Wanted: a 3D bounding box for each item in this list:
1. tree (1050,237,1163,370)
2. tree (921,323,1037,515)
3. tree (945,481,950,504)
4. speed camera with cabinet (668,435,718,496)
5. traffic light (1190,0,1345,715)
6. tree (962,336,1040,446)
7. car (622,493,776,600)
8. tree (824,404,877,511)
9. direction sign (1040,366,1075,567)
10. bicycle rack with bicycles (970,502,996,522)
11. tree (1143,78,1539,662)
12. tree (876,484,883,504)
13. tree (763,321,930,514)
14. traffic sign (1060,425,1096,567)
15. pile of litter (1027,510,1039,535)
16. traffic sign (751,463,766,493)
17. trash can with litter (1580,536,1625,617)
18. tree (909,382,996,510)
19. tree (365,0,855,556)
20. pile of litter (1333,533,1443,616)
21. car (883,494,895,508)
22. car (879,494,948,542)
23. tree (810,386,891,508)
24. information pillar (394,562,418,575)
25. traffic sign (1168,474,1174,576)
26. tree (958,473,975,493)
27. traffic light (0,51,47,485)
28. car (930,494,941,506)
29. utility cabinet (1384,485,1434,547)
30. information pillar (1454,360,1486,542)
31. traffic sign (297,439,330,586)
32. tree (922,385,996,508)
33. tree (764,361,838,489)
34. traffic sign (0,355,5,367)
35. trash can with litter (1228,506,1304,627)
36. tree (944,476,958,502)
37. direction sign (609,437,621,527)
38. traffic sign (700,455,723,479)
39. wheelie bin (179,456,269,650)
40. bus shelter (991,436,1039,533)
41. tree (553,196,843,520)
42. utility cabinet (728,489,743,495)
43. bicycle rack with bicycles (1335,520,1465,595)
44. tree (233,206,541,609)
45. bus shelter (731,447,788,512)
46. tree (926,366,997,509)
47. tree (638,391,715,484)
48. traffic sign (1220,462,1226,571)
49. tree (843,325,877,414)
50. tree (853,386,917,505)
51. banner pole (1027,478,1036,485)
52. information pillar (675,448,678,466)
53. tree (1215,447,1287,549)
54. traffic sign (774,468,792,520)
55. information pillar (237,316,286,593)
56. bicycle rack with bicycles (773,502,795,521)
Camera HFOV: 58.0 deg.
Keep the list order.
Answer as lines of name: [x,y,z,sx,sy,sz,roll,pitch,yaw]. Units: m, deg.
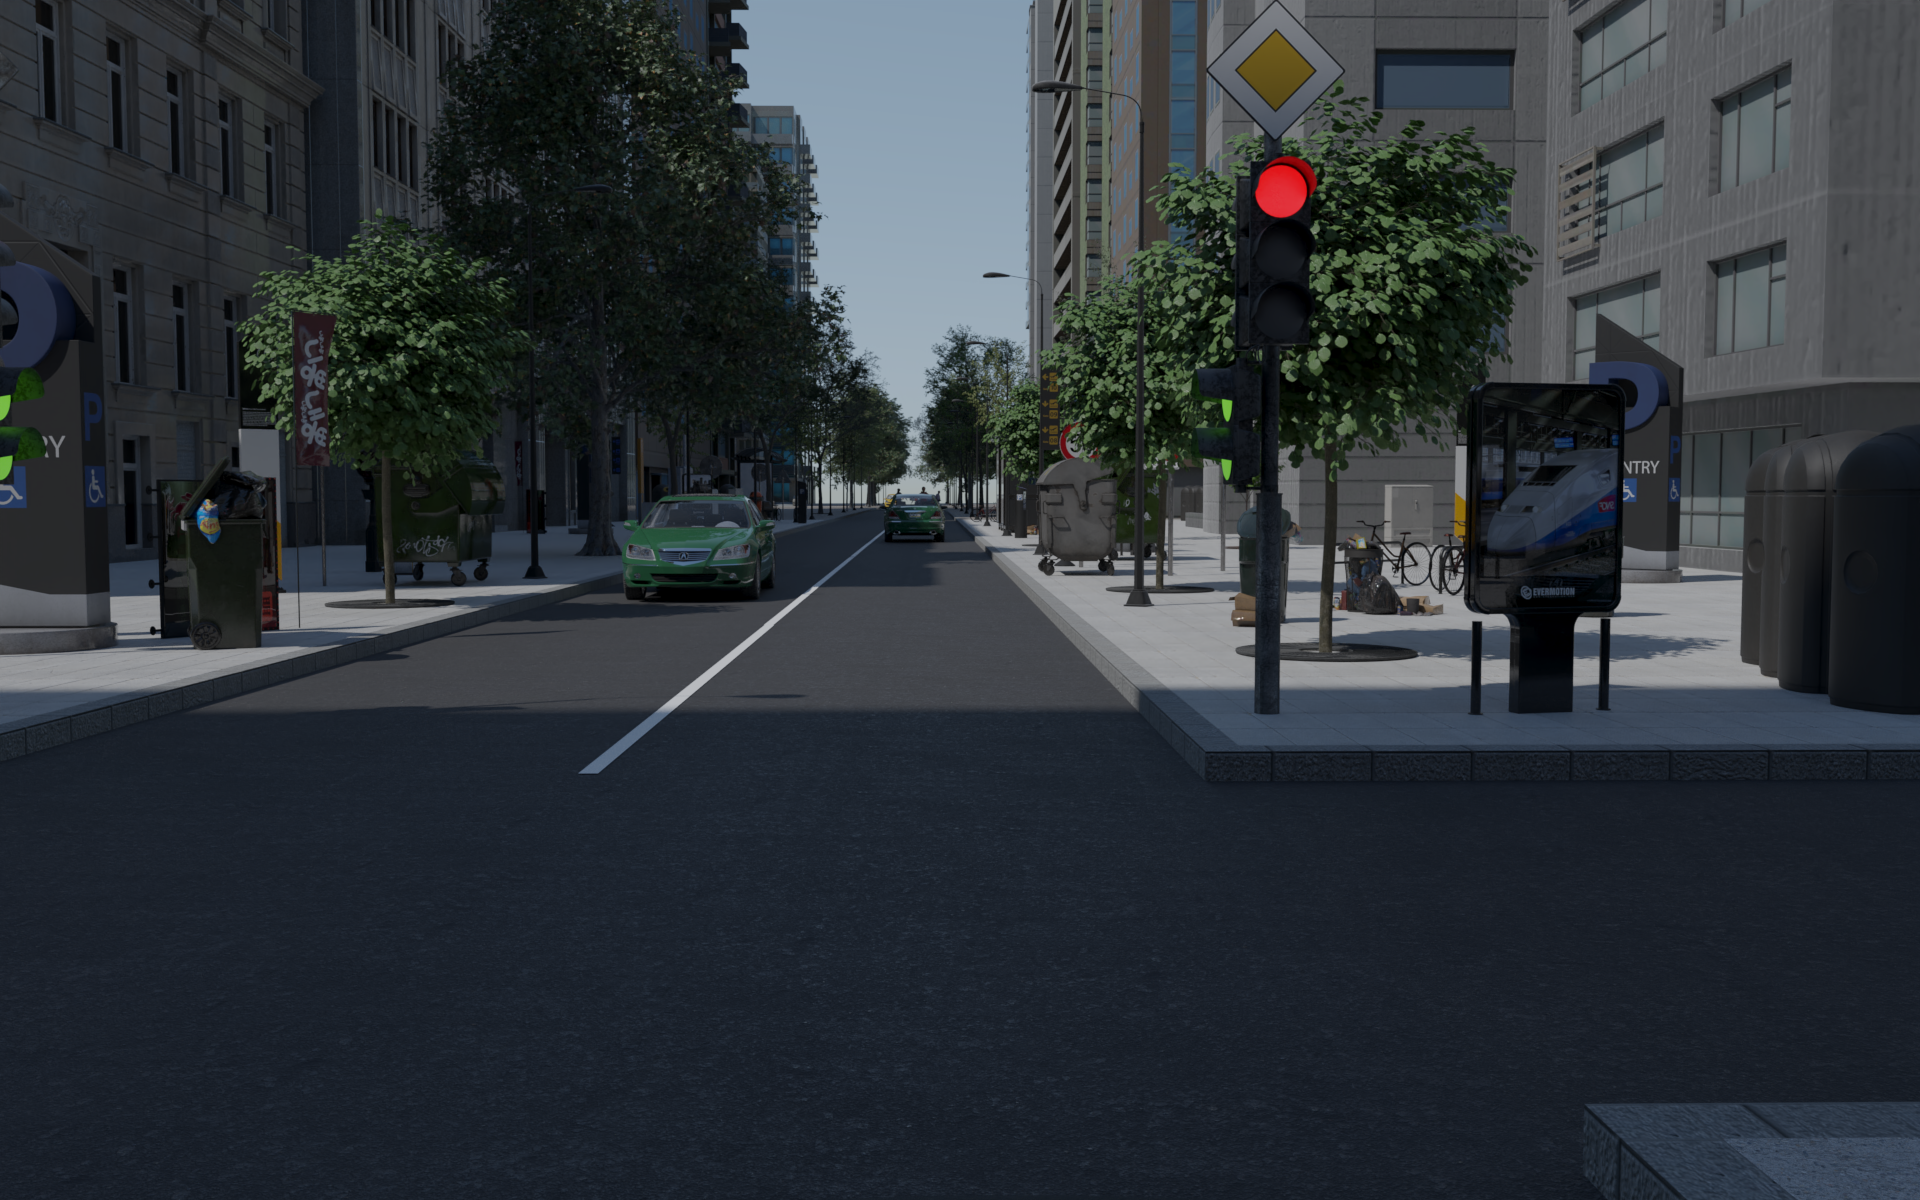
tree: [4.628,-5.998,48.434,4.360,8.622,3.978,0,3,0]
tree: [1.189,-11.043,106.314,9.928,11.665,9.643,0,3,0]
tree: [-1.643,-19.003,221.074,12.009,13.543,11.850,0,3,0]
speed camera with cabinet: [-9.036,-3.936,58.681,0.660,3.252,2.038,2,4,29]
traffic light: [1.779,-1.291,10.028,0.839,4.253,0.868,0,4,-1]
tree: [2.313,-8.032,81.680,4.737,8.622,4.395,0,3,0]
car: [-3.687,-0.808,25.010,2.131,1.459,4.920,0,4,-2]
tree: [-8.372,-10.952,129.434,4.360,8.622,3.978,0,3,0]
direction sign: [1.862,-2.369,30.724,0.876,3.537,0.379,0,4,-3]
bicycle rack with bicycles: [2.166,-4.047,79.558,2.925,0.926,2.852,1,4,17]
tree: [2.867,-1.835,13.722,4.285,4.588,4.351,0,3,0]
tree: [-11.226,-14.346,229.153,1.663,3.219,1.824,0,3,0]
tree: [-9.086,-12.312,111.669,12.009,13.543,11.850,0,3,0]
traffic sign: [2.119,-1.842,30.224,0.768,2.556,0.104,0,4,5]
pile of litter: [2.518,-2.488,54.638,1.719,0.858,1.176,0,4,-3]
traffic sign: [-8.304,-4.389,71.860,0.768,2.556,0.104,1,4,9]
trash can with litter: [6.454,-0.422,18.293,0.624,1.170,1.055,-2,4,-32]
tree: [0.479,-12.416,137.410,8.767,10.594,7.601,-1,4,-19]
tree: [-7.457,-7.274,35.936,9.611,12.733,9.660,0,3,0]
pile of litter: [4.603,-0.306,18.971,1.176,0.858,1.719,0,4,-6]
car: [-6.542,-9.850,171.278,2.015,1.641,3.980,0,4,0]
car: [-1.419,-2.534,53.231,2.131,1.459,4.920,0,4,-2]
tree: [-10.021,-14.657,157.767,7.486,12.596,7.792,0,3,0]
information pillar: [-8.791,-1.404,27.451,0.304,2.012,0.304,0,4,0]
traffic sign: [3.298,-1.650,27.083,0.768,2.556,0.104,0,4,7]
tree: [0.767,-10.024,158.492,1.663,3.219,1.824,0,3,0]
traffic light: [-5.731,-1.282,9.880,0.839,4.253,0.868,0,4,-1]
car: [-2.362,-6.846,123.929,2.014,1.417,4.499,0,4,0]
utility cabinet: [10.791,-2.014,41.608,1.173,1.500,0.318,-1,4,-20]
information pillar: [8.816,-2.357,29.891,0.504,3.616,0.183,1,4,11]
traffic sign: [-8.854,-1.400,24.068,0.795,2.450,0.064,0,4,7]
tree: [0.120,-15.373,168.354,9.611,12.733,9.660,0,3,0]
tree: [-8.349,-8.663,92.002,4.737,8.622,4.395,0,3,0]
traffic sign: [-7.764,-0.816,13.444,0.768,2.556,0.104,0,4,3]
trash can with litter: [3.004,-0.347,17.062,0.624,1.170,1.055,1,4,19]
tree: [-1.338,-17.396,234.781,4.360,8.622,3.978,0,3,0]
direction sign: [-13.813,-4.666,68.285,0.876,3.537,0.379,0,4,-8]
traffic sign: [-8.206,-3.485,57.082,0.768,2.556,0.104,0,4,4]
wheelie bin: [-6.168,-0.406,14.549,0.693,1.594,0.980,-2,4,-26]
bus shelter: [2.208,-5.091,60.876,2.179,5.291,8.768,0,4,-1]
tree: [-8.079,-7.037,49.470,8.767,10.594,7.601,0,3,0]
utility cabinet: [-9.024,-3.729,69.643,0.318,1.500,1.173,0,4,7]
bicycle rack with bicycles: [6.449,-0.616,23.452,2.925,0.926,2.852,-3,5,-40]
tree: [-6.526,-2.217,19.955,4.285,4.588,4.351,0,3,0]
bus shelter: [-8.897,-5.095,77.230,2.014,3.302,5.546,0,4,-1]
tree: [0.443,-14.283,151.658,7.486,12.596,7.792,0,3,0]
tree: [-12.373,-7.684,75.995,4.737,8.622,4.395,0,3,0]
traffic sign: [4.377,-1.753,28.760,0.768,2.556,0.104,0,4,3]
tree: [-7.176,-8.050,66.030,8.767,10.594,7.601,0,4,7]
tree: [-10.318,-18.570,210.267,9.857,13.997,8.962,0,3,0]
banner pole: [2.602,-4.038,56.033,0.863,3.779,0.401,-1,4,-13]
information pillar: [-13.890,-5.715,84.802,0.183,3.616,0.504,-1,4,-17]
tree: [6.713,-2.797,40.340,1.663,3.219,1.824,0,3,0]
traffic sign: [-8.737,-5.226,85.443,0.884,2.594,0.081,0,4,6]
information pillar: [-8.974,-1.888,22.219,0.504,3.616,0.183,-3,4,-39]
bicycle rack with bicycles: [-8.520,-4.254,82.928,2.852,0.926,2.925,0,4,-6]
